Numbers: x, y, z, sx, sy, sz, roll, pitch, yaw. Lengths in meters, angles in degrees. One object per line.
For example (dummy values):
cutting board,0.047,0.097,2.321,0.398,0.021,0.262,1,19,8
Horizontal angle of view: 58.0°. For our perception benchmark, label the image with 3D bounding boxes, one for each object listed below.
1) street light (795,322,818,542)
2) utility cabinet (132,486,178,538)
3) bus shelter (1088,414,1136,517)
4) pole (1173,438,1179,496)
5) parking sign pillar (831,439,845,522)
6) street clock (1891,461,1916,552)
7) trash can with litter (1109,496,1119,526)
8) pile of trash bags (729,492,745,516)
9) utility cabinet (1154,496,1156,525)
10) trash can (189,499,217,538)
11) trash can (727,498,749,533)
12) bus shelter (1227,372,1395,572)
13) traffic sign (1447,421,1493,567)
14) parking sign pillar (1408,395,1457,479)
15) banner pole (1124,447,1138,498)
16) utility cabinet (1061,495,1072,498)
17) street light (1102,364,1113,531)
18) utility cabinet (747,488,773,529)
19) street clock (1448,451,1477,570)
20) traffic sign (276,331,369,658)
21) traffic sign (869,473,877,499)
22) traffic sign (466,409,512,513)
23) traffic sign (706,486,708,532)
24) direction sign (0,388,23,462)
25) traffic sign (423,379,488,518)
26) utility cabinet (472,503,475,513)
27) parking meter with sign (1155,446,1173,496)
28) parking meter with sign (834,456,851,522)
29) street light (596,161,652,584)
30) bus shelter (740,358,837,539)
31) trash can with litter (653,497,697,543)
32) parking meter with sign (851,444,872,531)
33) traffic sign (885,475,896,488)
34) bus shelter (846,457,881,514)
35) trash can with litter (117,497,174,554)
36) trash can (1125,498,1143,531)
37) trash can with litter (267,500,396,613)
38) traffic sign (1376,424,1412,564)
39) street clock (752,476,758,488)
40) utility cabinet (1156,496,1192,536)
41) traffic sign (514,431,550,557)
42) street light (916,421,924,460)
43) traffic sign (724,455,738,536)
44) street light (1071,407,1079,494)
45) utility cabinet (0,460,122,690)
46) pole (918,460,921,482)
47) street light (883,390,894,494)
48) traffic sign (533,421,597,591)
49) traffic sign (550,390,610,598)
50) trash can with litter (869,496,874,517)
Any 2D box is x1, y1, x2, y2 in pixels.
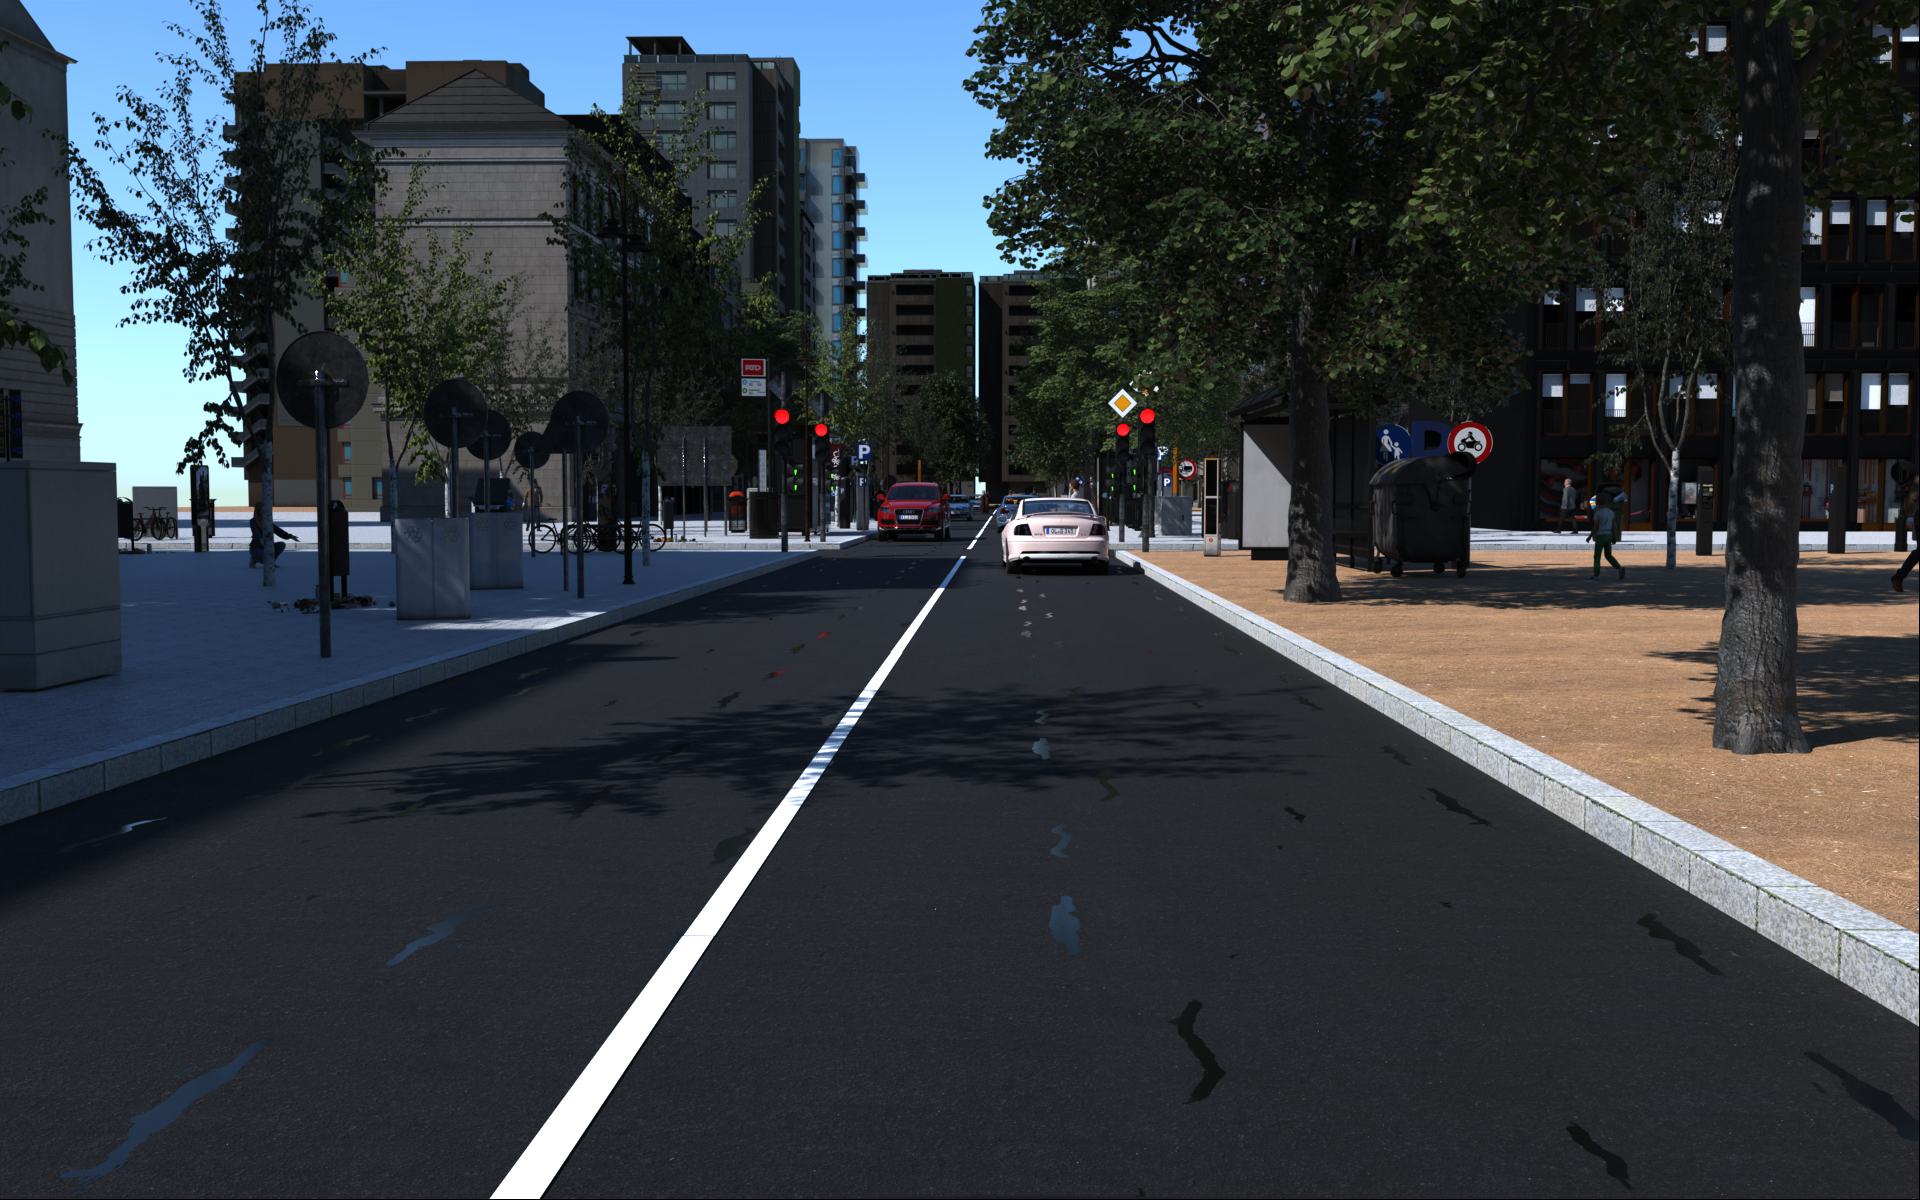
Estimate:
street light,-4.120,-4.514,46.593,0.468,5.910,1.993,0,4,2
utility cabinet,-23.471,-2.558,50.501,1.173,1.500,0.318,-2,4,-30
bus shelter,7.359,-6.490,83.745,2.179,5.291,8.768,0,4,1
pole,7.171,-3.893,57.498,0.158,3.312,0.155,0,3,0
parking sign pillar,-5.758,-5.685,81.428,1.447,3.967,1.447,1,4,12
street clock,20.911,-2.071,38.435,0.358,2.002,0.471,-2,4,-23
trash can with litter,5.936,-3.589,69.740,1.678,1.210,2.233,2,4,27
pile of trash bags,-6.938,-3.368,64.813,3.447,1.369,1.912,-1,4,-12
utility cabinet,8.318,-3.721,72.000,1.020,1.237,0.306,0,4,5
trash can,-22.035,-2.372,50.436,0.748,1.137,0.748,0,3,0
trash can,-7.382,-2.808,57.572,0.748,1.137,0.748,0,3,0
bus shelter,6.111,-2.261,30.888,2.014,3.302,5.546,0,4,1
traffic sign,8.888,-1.844,30.259,0.768,2.556,0.104,0,4,7
parking sign pillar,12.622,-3.531,46.198,1.447,3.967,1.447,0,4,8
banner pole,7.553,-5.263,76.063,0.863,3.779,0.401,-1,4,-22
utility cabinet,7.303,-6.445,116.541,1.020,1.237,0.306,1,4,16
street light,5.148,-5.345,60.180,0.468,5.910,1.993,0,4,2
utility cabinet,-7.087,-3.294,62.536,1.173,1.500,0.318,0,4,7
street clock,8.483,-1.517,29.371,0.358,2.002,0.471,-3,5,-42
traffic sign,-4.988,-0.822,13.541,0.768,2.556,0.104,1,4,8
traffic sign,-5.180,-6.160,100.817,0.768,2.556,0.104,1,4,11
traffic sign,-7.084,-1.580,25.944,0.768,2.556,0.104,1,4,8
traffic sign,-8.609,-3.585,58.720,0.768,2.556,0.104,1,4,10
direction sign,-20.527,-2.775,37.369,0.379,3.537,0.876,1,4,9
traffic sign,-5.584,-1.166,19.165,0.768,2.556,0.104,1,4,11
utility cabinet,-13.050,-2.233,47.675,1.020,1.237,0.306,3,5,42
parking meter with sign,7.647,-4.066,62.748,0.543,3.016,1.738,2,4,28
parking meter with sign,-5.168,-5.020,78.333,0.543,3.016,1.738,-2,4,-33
street light,-4.724,-3.163,24.504,0.468,5.910,1.993,0,4,2
bus shelter,-5.306,-4.656,53.753,2.179,5.291,8.768,0,4,1
trash can with litter,-7.643,-2.186,46.800,1.678,1.210,2.233,1,4,10
parking meter with sign,-3.426,-3.968,61.135,0.543,3.016,1.738,0,4,-6
traffic sign,-4.586,-6.995,114.468,0.768,2.556,0.104,0,4,8
bus shelter,-6.053,-7.196,108.940,1.731,3.624,6.357,0,4,2
trash can with litter,-18.313,-1.611,37.403,2.233,1.210,1.678,1,4,18
trash can,6.543,-3.270,65.113,0.748,1.137,0.748,0,3,0
trash can with litter,-7.282,-0.523,19.604,1.678,1.210,2.233,0,4,-3
traffic sign,7.843,-1.927,31.608,0.768,2.556,0.104,0,4,2
street clock,-8.123,-3.960,69.317,0.358,2.002,0.471,-3,4,-36
utility cabinet,6.650,-2.588,53.482,1.020,1.237,0.306,-1,4,-18
traffic sign,-8.695,-2.147,35.214,0.768,2.556,0.104,0,4,5
street light,-2.482,-8.241,107.528,0.468,5.910,1.993,0,4,2
traffic sign,-7.249,-3.269,53.559,0.768,2.556,0.104,1,4,9
street light,5.954,-7.202,90.536,0.468,5.910,1.993,0,4,2
utility cabinet,-6.126,-0.186,11.719,0.318,1.500,1.173,0,4,-1
pole,-2.424,-6.722,103.751,0.158,3.312,0.155,0,3,0
street light,-3.219,-6.384,77.171,0.468,5.910,1.993,0,4,2
traffic sign,-5.220,-1.400,22.890,0.884,2.594,0.081,1,4,9
traffic sign,-4.684,-1.297,21.315,0.768,2.556,0.104,1,4,10
trash can with litter,-4.505,-5.086,94.539,1.055,1.170,0.624,-1,4,-23
